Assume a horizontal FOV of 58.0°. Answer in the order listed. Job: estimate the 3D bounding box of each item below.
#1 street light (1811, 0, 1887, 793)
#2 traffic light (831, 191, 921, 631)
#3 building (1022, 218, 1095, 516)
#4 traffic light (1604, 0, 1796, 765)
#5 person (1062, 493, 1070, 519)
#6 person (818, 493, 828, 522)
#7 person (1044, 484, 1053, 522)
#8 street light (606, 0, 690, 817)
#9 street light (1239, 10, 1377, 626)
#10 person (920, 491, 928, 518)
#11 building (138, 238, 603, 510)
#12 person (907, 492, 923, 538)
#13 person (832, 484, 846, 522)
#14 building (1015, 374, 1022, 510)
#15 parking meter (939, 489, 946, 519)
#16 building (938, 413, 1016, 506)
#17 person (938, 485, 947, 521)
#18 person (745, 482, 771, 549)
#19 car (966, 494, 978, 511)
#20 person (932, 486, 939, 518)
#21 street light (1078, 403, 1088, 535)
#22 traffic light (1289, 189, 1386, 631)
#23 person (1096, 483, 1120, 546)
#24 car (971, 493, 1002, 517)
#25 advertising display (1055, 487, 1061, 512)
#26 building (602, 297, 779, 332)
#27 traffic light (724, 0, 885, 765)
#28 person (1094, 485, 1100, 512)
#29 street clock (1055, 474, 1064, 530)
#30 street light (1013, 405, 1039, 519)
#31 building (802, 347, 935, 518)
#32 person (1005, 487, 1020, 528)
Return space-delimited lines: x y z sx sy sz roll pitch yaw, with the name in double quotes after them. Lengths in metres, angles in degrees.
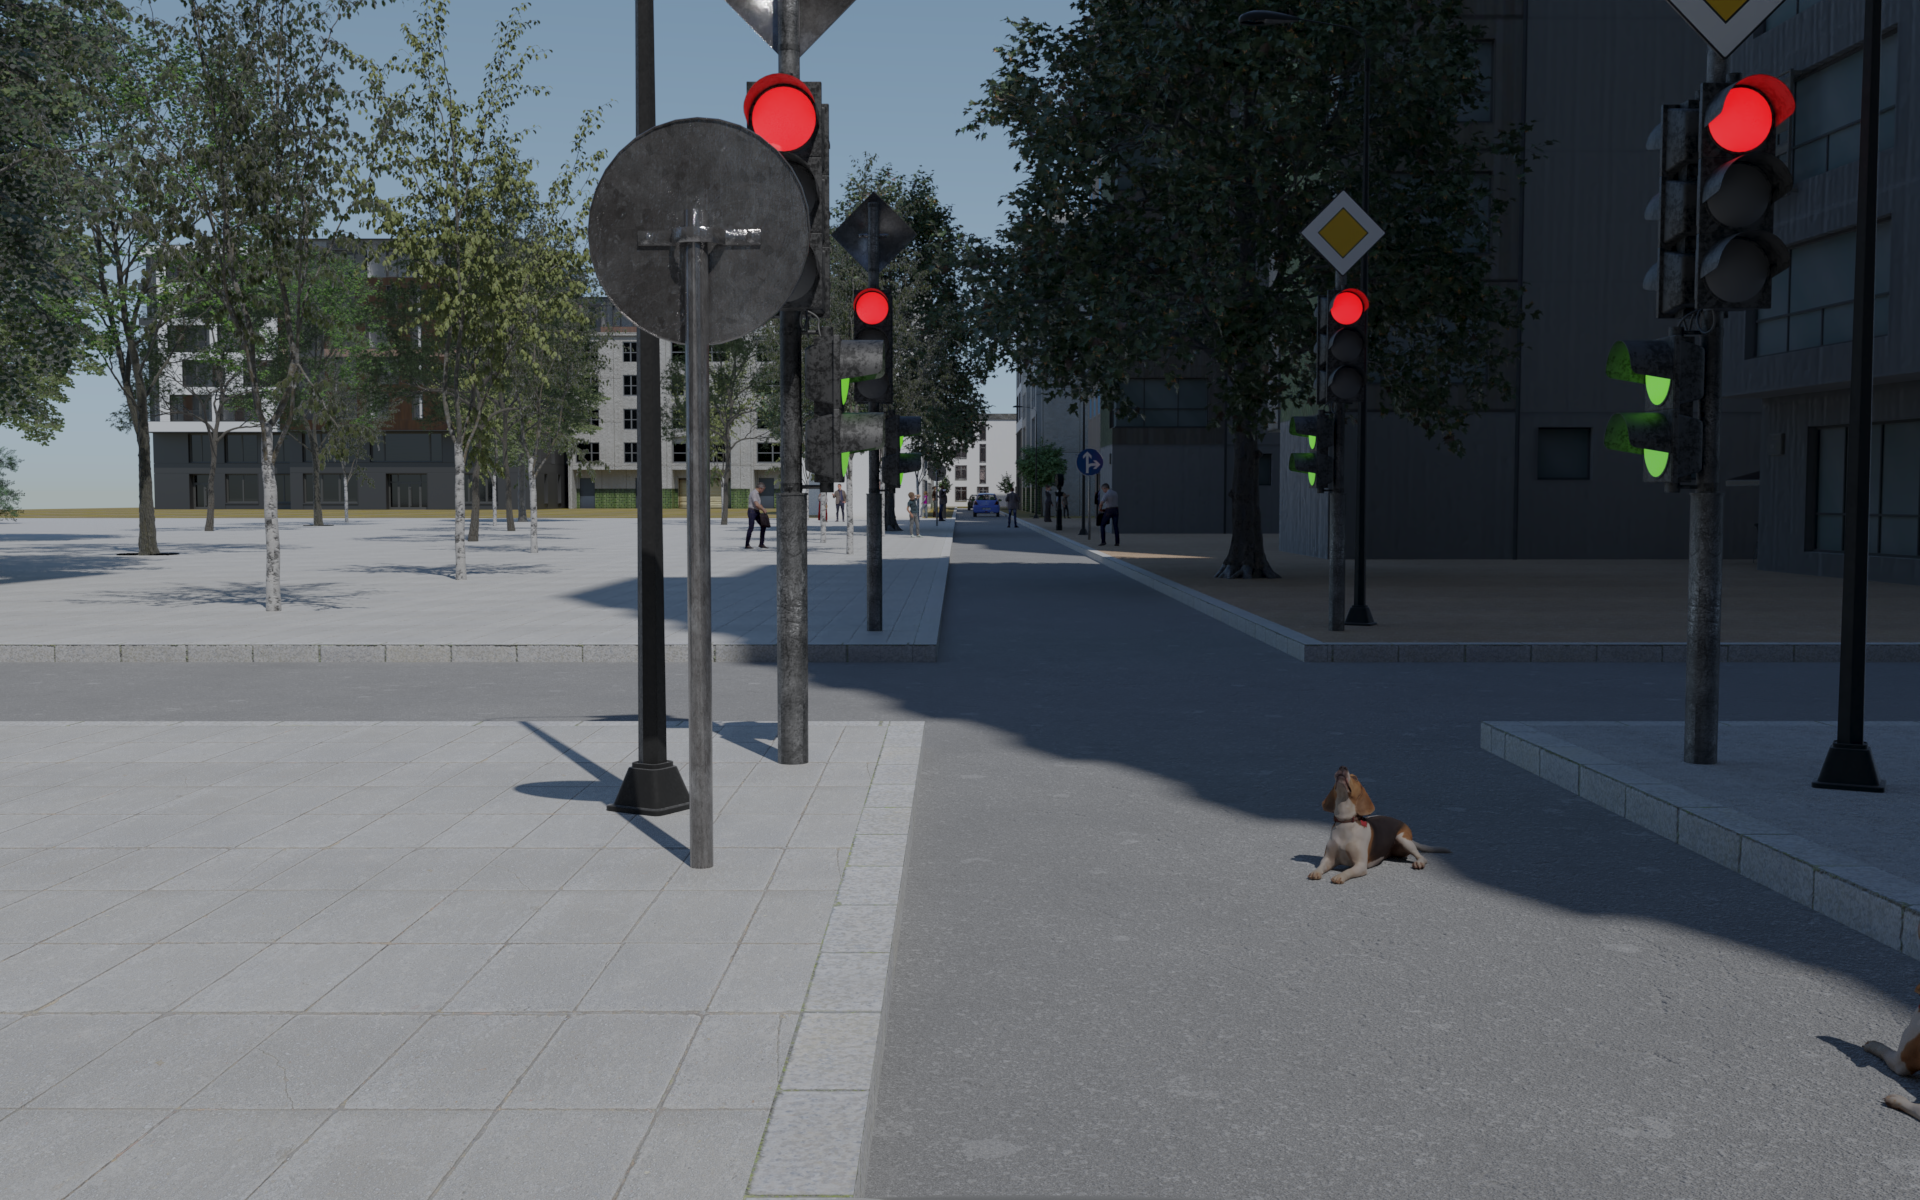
3.366 -2.134 7.438 1.470 5.913 1.316 0 3 0 "street light"
-0.783 -1.665 16.136 0.839 4.253 0.868 0 3 0 "traffic light"
13.148 -15.322 116.976 16.747 18.905 31.486 0 3 0 "building"
3.523 -1.177 8.169 0.839 4.253 0.868 0 3 0 "traffic light"
5.582 -4.949 90.866 0.435 1.345 0.340 -3 5 -41 "person"
-6.223 -4.294 78.724 0.523 1.526 0.387 2 4 26 "person"
4.060 -4.412 78.983 0.445 1.727 0.742 0 4 -2 "person"
-0.711 -2.100 6.881 1.470 5.913 1.316 0 3 0 "street light"
3.378 -2.708 16.821 1.470 5.913 1.316 0 3 0 "street light"
-1.980 -4.996 90.955 0.776 1.435 0.726 0 4 4 "person"
-50.989 -18.871 152.512 32.646 21.610 27.936 0 3 0 "building"
-1.325 -2.513 51.040 0.340 1.345 0.435 3 4 36 "person"
-5.571 -4.488 79.955 0.617 1.759 0.750 0 4 8 "person"
18.703 -18.711 149.901 27.936 21.610 32.646 0 3 0 "building"
-0.902 -4.995 90.077 0.372 1.533 0.369 0 3 0 "parking meter"
-2.588 -14.612 181.058 28.070 9.664 9.099 0 3 0 "building"
-0.798 -4.585 81.826 0.431 1.722 0.655 0 4 3 "person"
-4.759 -1.986 40.734 0.590 1.554 0.614 0 4 6 "person"
1.525 -8.695 151.945 2.009 1.686 4.222 0 4 -1 "car"
-1.275 -5.364 94.563 0.721 1.723 1.217 1 4 20 "person"
3.324 -4.986 54.060 1.470 5.913 1.316 0 3 0 "street light"
3.518 -1.666 16.154 0.839 4.253 0.868 0 3 0 "traffic light"
3.651 -2.112 42.791 0.614 1.554 0.590 -3 5 -42 "person"
1.677 -6.121 109.676 1.945 1.707 3.694 0 4 1 "car"
3.711 -3.678 65.356 0.123 1.923 0.974 0 4 -2 "advertising display"
-33.525 -21.158 189.908 32.646 21.610 27.936 0 3 0 "building"
-0.779 -1.176 8.151 0.839 4.253 0.868 0 3 0 "traffic light"
6.235 -4.285 76.928 0.431 1.722 0.655 -2 4 -27 "person"
3.501 -3.458 61.105 0.358 2.002 0.471 -1 4 -12 "street clock"
3.455 -7.235 90.827 1.470 5.913 1.316 0 3 0 "street light"
-6.449 -10.017 105.922 9.099 9.664 28.070 0 3 0 "building"
2.250 -3.949 73.879 0.655 1.722 0.431 1 4 14 "person"
